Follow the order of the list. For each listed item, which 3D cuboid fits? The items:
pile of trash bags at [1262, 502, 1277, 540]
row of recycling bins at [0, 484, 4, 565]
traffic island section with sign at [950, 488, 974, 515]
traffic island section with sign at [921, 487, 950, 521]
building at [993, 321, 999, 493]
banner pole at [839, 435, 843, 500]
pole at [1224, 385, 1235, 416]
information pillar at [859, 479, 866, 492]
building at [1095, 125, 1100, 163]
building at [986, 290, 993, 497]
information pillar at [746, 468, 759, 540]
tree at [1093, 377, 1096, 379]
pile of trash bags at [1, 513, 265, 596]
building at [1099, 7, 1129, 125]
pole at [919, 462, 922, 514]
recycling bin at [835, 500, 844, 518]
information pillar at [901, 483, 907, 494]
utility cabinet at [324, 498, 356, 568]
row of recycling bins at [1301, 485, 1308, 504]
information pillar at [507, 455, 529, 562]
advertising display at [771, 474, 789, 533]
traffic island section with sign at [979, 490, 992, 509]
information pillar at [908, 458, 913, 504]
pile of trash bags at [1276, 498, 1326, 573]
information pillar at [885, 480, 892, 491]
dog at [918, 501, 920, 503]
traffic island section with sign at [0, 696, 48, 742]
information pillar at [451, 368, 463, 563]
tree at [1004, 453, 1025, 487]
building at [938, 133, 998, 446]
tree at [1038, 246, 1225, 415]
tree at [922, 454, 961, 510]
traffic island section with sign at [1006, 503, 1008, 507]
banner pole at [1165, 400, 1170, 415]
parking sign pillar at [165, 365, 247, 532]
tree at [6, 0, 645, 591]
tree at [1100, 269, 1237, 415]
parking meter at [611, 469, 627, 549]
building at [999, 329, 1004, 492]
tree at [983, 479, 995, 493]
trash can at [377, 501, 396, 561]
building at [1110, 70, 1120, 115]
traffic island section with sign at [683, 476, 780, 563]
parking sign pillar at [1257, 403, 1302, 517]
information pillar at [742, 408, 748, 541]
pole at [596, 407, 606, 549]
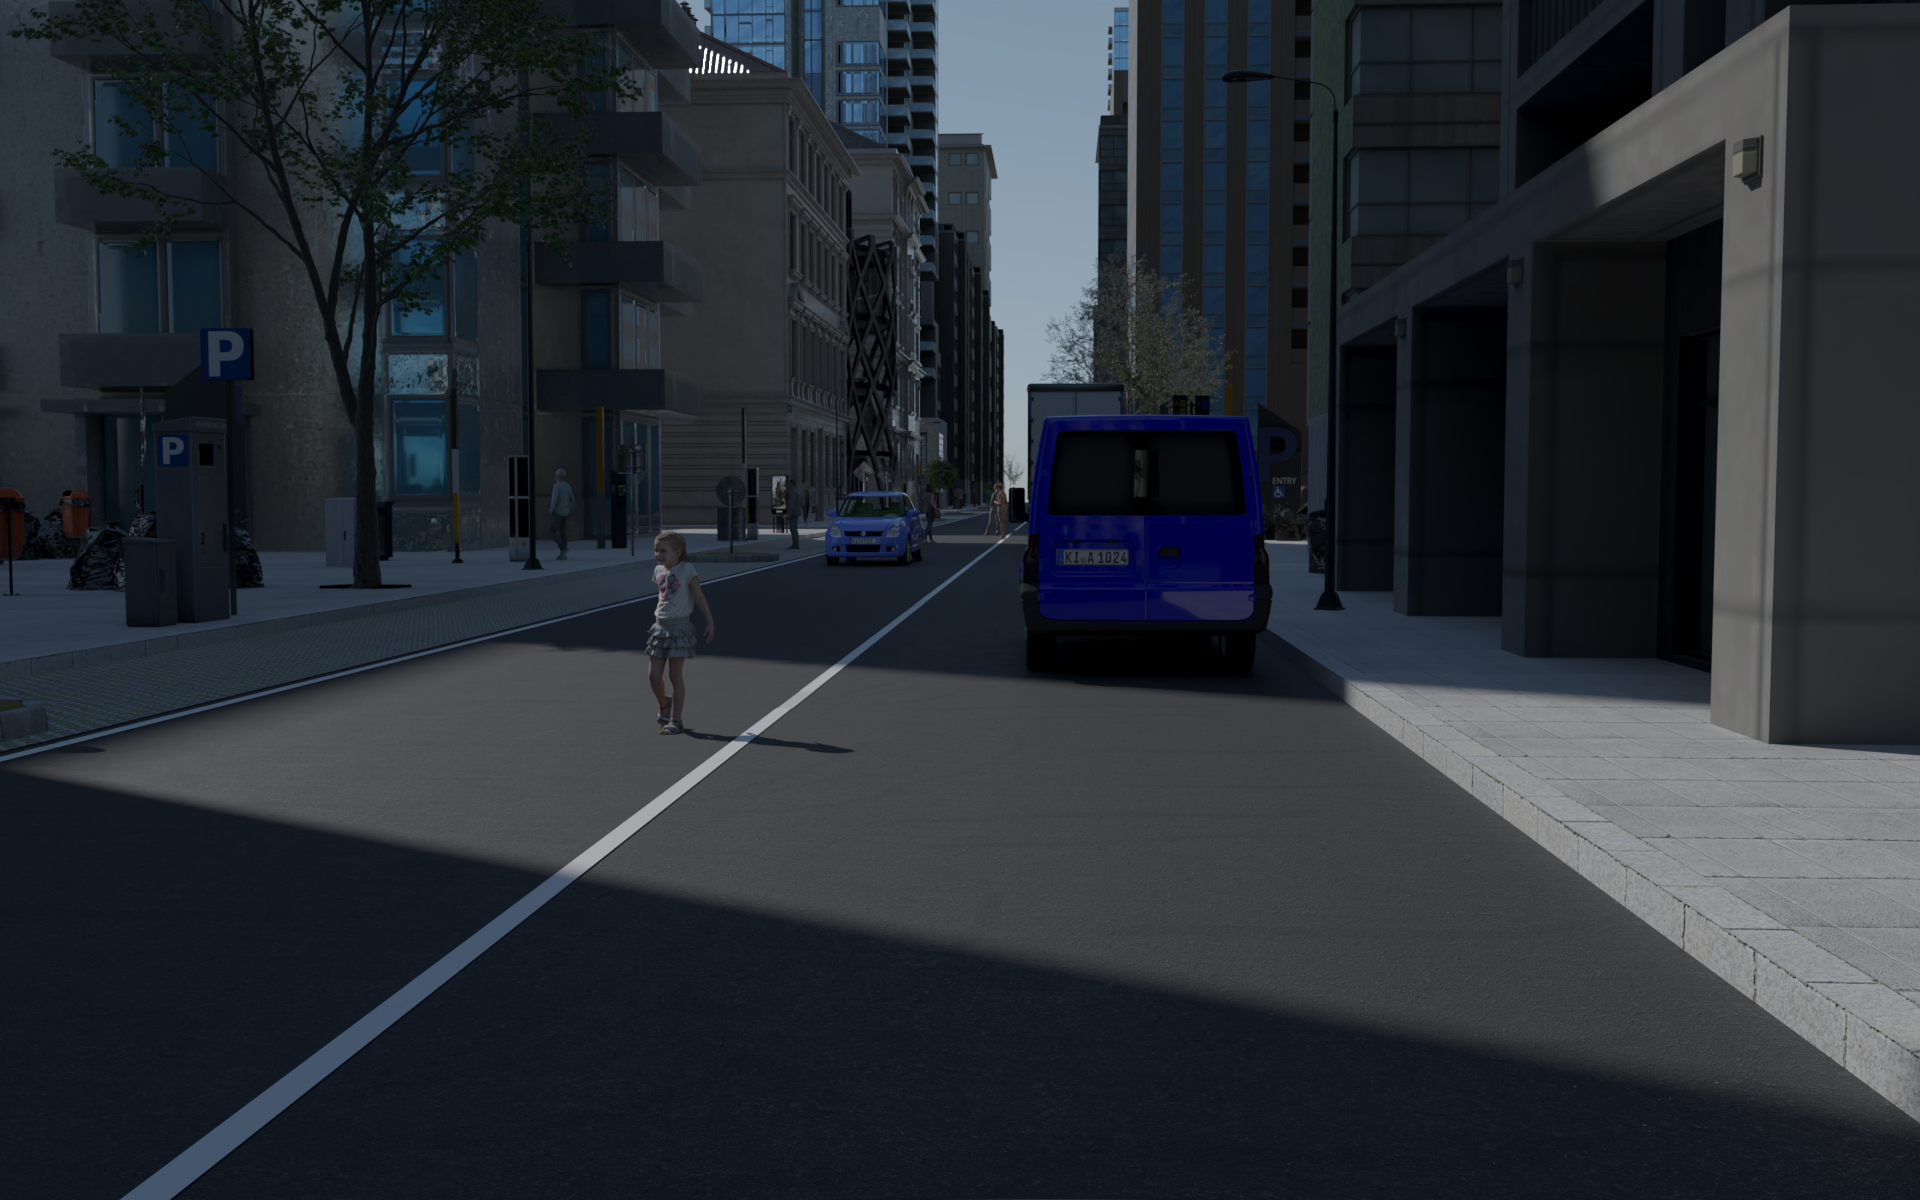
[{"bbox_3d":[9.388,-2.326,47.789,1.912,1.369,3.447,-2,4,-30],"label":"pile of trash bags"},{"bbox_3d":[-17.478,-1.403,30.054,1.069,1.692,3.534,-1,4,-16],"label":"row of recycling bins"},{"bbox_3d":[-0.055,-6.751,119.010,1.989,1.847,2.006,0,4,3],"label":"traffic island section with sign"},{"bbox_3d":[-1.699,-5.050,91.189,1.989,1.847,2.006,0,4,3],"label":"traffic island section with sign"},{"bbox_3d":[-1.488,-30.974,278.122,14.160,30.474,14.107,0,4,3],"label":"building"},{"bbox_3d":[-4.977,-5.066,72.839,0.401,3.779,0.863,-1,4,-14],"label":"banner pole"},{"bbox_3d":[5.041,-2.361,32.447,0.158,3.312,0.155,0,3,0],"label":"pole"},{"bbox_3d":[-4.157,-4.242,73.846,0.304,2.012,0.304,0,4,5],"label":"information pillar"},{"bbox_3d":[33.303,-39.830,240.466,28.713,52.752,27.495,0,4,3],"label":"building"},{"bbox_3d":[-3.176,-28.416,236.297,14.160,30.474,14.107,0,4,3],"label":"building"},{"bbox_3d":[-5.802,-2.690,48.476,0.304,2.012,0.304,0,4,0],"label":"information pillar"},{"bbox_3d":[12.915,-13.674,149.326,9.928,11.665,9.643,0,3,0],"label":"tree"},{"bbox_3d":[-11.245,-0.814,23.068,1.912,1.369,3.447,3,5,41],"label":"pile of trash bags"},{"bbox_3d":[31.864,-59.444,284.584,22.319,86.520,31.000,0,4,3],"label":"building"},{"bbox_3d":[-2.470,-7.083,109.644,0.158,3.312,0.155,0,3,0],"label":"pole"},{"bbox_3d":[-4.698,-3.608,71.543,0.722,1.027,0.722,-2,4,-35],"label":"recycling bin"},{"bbox_3d":[-3.664,-6.654,113.288,0.304,2.012,0.304,-1,4,-22],"label":"information pillar"},{"bbox_3d":[-10.809,-1.183,30.509,1.020,1.237,0.306,3,5,42],"label":"utility cabinet"},{"bbox_3d":[16.387,-4.732,84.487,1.069,1.692,3.534,2,4,32],"label":"row of recycling bins"},{"bbox_3d":[-8.362,-1.735,32.866,0.304,2.012,0.304,-3,5,-43],"label":"information pillar"},{"bbox_3d":[-5.887,-3.149,56.706,0.123,1.923,0.974,-3,4,-36],"label":"advertising display"},{"bbox_3d":[2.882,-9.781,168.547,1.989,1.847,2.006,0,4,3],"label":"traffic island section with sign"},{"bbox_3d":[-3.170,-7.317,110.981,0.183,3.616,0.504,-2,4,-35],"label":"information pillar"},{"bbox_3d":[6.578,-1.135,28.316,1.912,1.369,3.447,0,4,-3],"label":"pile of trash bags"},{"bbox_3d":[-3.842,-5.416,93.045,0.304,2.012,0.304,-3,4,-39],"label":"information pillar"},{"bbox_3d":[-2.461,-6.440,119.669,0.800,0.831,0.513,2,4,29],"label":"dog"},{"bbox_3d":[-6.498,-0.081,9.953,1.989,1.847,2.006,0,4,3],"label":"traffic island section with sign"},{"bbox_3d":[-9.338,-2.490,32.061,0.183,3.616,0.504,-1,4,-12],"label":"information pillar"},{"bbox_3d":[9.110,-21.612,303.720,4.360,8.622,3.978,0,3,0],"label":"tree"},{"bbox_3d":[-9.179,-40.848,257.097,28.713,52.752,27.495,0,4,3],"label":"building"},{"bbox_3d":[8.601,-10.749,86.113,12.009,13.543,11.850,0,3,0],"label":"tree"},{"bbox_3d":[-1.695,-9.585,140.423,4.285,4.588,4.351,0,3,0],"label":"tree"},{"bbox_3d":[4.502,-11.462,196.038,1.989,1.847,2.006,0,4,3],"label":"traffic island section with sign"},{"bbox_3d":[5.485,-3.457,46.540,0.401,3.779,0.863,-1,4,-12],"label":"banner pole"},{"bbox_3d":[-13.545,-2.608,31.106,1.447,3.967,1.447,1,4,9],"label":"parking sign pillar"},{"bbox_3d":[-8.194,-5.955,23.125,9.928,11.665,9.643,0,3,0],"label":"tree"},{"bbox_3d":[6.762,-6.539,57.271,4.360,8.622,3.978,0,3,0],"label":"tree"},{"bbox_3d":[-8.050,-2.151,40.881,0.255,1.863,0.399,-2,4,-35],"label":"parking meter"},{"bbox_3d":[0.219,-31.839,292.266,14.160,30.474,14.107,0,4,3],"label":"building"},{"bbox_3d":[3.912,-13.853,221.098,1.663,3.219,1.824,0,3,0],"label":"tree"},{"bbox_3d":[-11.255,-1.329,33.377,0.748,1.137,0.748,0,3,0],"label":"trash can"},{"bbox_3d":[22.582,-32.401,179.868,14.600,45.320,14.200,0,4,3],"label":"building"},{"bbox_3d":[-4.905,-1.727,36.861,1.989,1.847,2.006,0,4,3],"label":"traffic island section with sign"},{"bbox_3d":[9.381,-3.818,50.899,1.447,3.967,1.447,1,4,13],"label":"parking sign pillar"},{"bbox_3d":[-5.881,-3.416,47.200,0.183,3.616,0.504,0,4,-3],"label":"information pillar"},{"bbox_3d":[-8.427,-2.860,40.606,0.158,3.312,0.155,0,3,0],"label":"pole"}]
